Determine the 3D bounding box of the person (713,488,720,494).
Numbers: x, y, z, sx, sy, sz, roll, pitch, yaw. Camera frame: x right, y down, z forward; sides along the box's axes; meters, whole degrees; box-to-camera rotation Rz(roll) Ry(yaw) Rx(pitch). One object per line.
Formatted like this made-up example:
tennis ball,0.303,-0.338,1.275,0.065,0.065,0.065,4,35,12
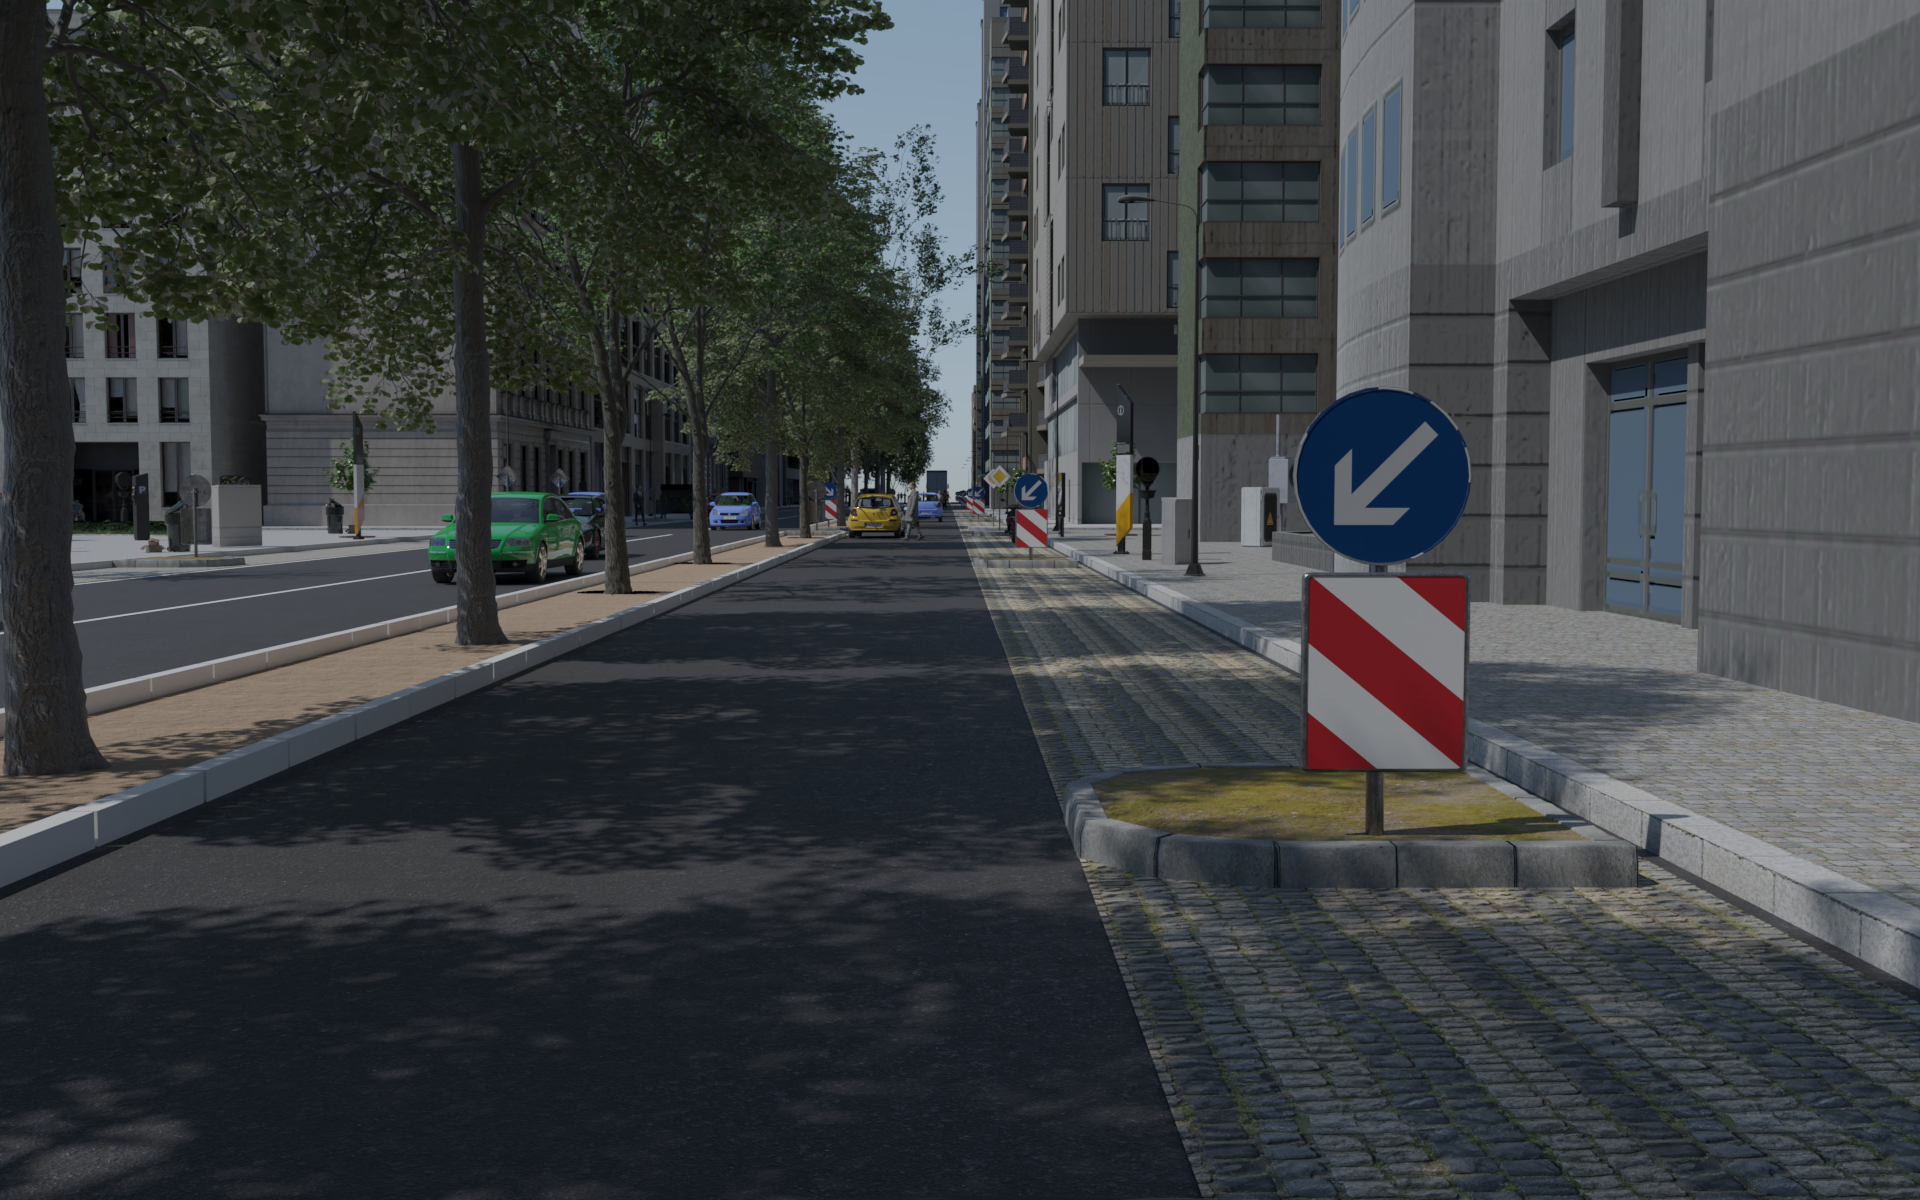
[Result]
person,-15.915,-6.413,113.319,0.580,1.828,0.573,1,4,14

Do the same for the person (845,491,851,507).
person,-12.443,-11.456,195.822,1.348,1.821,0.705,3,5,44

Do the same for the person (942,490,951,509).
person,-1.492,-9.903,170.502,1.348,1.812,0.705,-1,4,-17

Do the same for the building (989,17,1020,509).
building,9.587,-28.693,152.727,14.154,41.232,14.086,0,4,0

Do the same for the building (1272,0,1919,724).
building,15.749,-29.285,20.809,21.231,58.520,28.212,0,4,0

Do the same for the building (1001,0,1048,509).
building,14.326,-28.954,128.017,22.147,44.769,28.867,0,4,0

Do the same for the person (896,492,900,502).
person,-9.405,-15.667,265.587,0.756,1.711,0.436,-2,4,-30

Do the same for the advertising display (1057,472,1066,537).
advertising display,3.036,-2.852,51.850,0.123,1.923,0.974,0,4,-4

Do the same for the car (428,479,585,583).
car,-7.596,-1.253,29.286,1.959,1.807,4.718,0,4,0

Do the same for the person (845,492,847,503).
person,-17.312,-15.566,263.666,0.551,1.740,0.621,1,4,19

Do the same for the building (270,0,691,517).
building,-28.369,-18.314,103.957,19.350,26.468,34.151,0,4,0

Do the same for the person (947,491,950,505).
person,-1.643,-13.712,232.627,0.705,1.831,1.348,-1,4,-21

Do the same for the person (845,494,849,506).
person,-12.999,-11.906,203.982,1.217,1.723,0.721,-1,4,-20

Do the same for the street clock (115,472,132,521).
street clock,-27.886,-3.254,57.776,0.358,2.002,0.471,3,4,38

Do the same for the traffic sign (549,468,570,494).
traffic sign,-15.637,-3.915,67.652,0.795,2.450,0.064,0,4,0

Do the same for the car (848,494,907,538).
car,-2.727,-2.890,57.480,2.015,1.641,3.980,0,4,1

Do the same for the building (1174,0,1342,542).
building,13.384,-17.160,52.267,14.160,30.474,14.107,0,4,0

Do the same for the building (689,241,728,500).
building,-23.712,-18.566,132.435,11.050,23.489,19.941,0,4,0

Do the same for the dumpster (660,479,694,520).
dumpster,-15.693,-5.588,96.315,1.985,2.255,1.502,0,3,0

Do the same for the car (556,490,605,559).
car,-8.843,-1.797,39.175,2.009,1.686,4.222,0,4,-2

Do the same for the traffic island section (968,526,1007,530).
traffic island section,1.330,-2.786,67.835,2.009,0.180,2.903,0,4,0

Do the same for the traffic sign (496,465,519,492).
traffic sign,-15.577,-3.427,59.667,0.795,2.450,0.064,0,4,0

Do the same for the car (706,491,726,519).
car,-13.034,-5.248,94.837,2.155,1.783,4.494,0,3,0

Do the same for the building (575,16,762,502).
building,-24.896,-30.526,149.202,14.600,45.320,14.200,0,4,0

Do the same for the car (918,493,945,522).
car,-1.738,-4.872,89.250,1.945,1.707,3.694,0,4,-1

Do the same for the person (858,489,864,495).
person,-6.968,-6.889,121.257,0.709,1.813,0.853,1,4,9

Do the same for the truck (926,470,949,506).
truck,-2.757,-13.450,208.827,2.839,4.237,11.283,0,4,0

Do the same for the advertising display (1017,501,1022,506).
advertising display,2.724,-4.531,79.293,0.123,1.923,0.974,0,4,-3

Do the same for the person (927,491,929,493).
person,-3.105,-9.875,170.500,0.434,1.755,0.990,1,4,21

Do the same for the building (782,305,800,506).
building,-29.470,-34.977,195.568,21.300,48.544,21.600,0,4,0

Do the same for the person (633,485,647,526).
person,-14.492,-4.297,78.534,0.659,1.850,0.755,-3,5,-40

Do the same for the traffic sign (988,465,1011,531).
traffic sign,1.367,-3.433,59.773,0.795,2.450,0.064,0,4,0

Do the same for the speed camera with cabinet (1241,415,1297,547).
speed camera with cabinet,7.650,-2.947,42.519,0.660,3.252,2.038,3,4,38

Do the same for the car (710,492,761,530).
car,-9.010,-3.667,69.553,1.945,1.707,3.694,0,4,0

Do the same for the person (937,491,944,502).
person,-1.775,-8.463,147.803,0.756,1.711,0.436,0,4,-3

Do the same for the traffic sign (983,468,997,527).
traffic sign,1.307,-3.921,67.758,0.795,2.450,0.064,0,4,0

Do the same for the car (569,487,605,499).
car,-12.459,-2.930,57.496,1.945,1.707,3.694,0,4,1

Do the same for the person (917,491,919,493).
person,-4.084,-9.447,163.673,0.721,1.735,1.217,1,4,13

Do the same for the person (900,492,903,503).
person,-9.853,-17.300,291.448,1.348,1.812,0.705,-1,4,-20

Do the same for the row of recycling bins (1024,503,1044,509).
row of recycling bins,5.578,-5.879,103.242,3.534,1.692,1.069,1,4,11

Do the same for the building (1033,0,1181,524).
building,17.133,-30.188,82.814,27.495,52.752,28.713,0,4,0

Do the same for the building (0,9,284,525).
building,-37.468,-13.279,71.859,16.860,20.320,10.420,0,4,0

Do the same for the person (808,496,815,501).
person,-12.331,-8.307,145.028,1.217,1.736,0.721,-1,4,-10

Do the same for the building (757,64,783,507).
building,-29.403,-38.406,169.933,21.231,58.520,28.212,0,4,0

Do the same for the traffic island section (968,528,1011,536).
traffic island section,1.390,-2.298,59.850,2.009,0.180,2.903,0,4,0

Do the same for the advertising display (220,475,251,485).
advertising display,-24.827,-3.312,59.365,0.974,1.923,0.123,-2,4,-32

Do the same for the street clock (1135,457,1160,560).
street clock,3.631,-1.775,33.591,0.471,2.002,0.358,0,4,6

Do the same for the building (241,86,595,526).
building,-22.994,-13.005,77.254,10.561,19.102,19.286,0,4,0

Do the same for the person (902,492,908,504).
person,-7.802,-14.540,246.215,0.705,1.826,1.348,3,4,37

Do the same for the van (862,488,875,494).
van,-8.352,-9.713,163.192,2.240,2.365,5.245,0,4,0
